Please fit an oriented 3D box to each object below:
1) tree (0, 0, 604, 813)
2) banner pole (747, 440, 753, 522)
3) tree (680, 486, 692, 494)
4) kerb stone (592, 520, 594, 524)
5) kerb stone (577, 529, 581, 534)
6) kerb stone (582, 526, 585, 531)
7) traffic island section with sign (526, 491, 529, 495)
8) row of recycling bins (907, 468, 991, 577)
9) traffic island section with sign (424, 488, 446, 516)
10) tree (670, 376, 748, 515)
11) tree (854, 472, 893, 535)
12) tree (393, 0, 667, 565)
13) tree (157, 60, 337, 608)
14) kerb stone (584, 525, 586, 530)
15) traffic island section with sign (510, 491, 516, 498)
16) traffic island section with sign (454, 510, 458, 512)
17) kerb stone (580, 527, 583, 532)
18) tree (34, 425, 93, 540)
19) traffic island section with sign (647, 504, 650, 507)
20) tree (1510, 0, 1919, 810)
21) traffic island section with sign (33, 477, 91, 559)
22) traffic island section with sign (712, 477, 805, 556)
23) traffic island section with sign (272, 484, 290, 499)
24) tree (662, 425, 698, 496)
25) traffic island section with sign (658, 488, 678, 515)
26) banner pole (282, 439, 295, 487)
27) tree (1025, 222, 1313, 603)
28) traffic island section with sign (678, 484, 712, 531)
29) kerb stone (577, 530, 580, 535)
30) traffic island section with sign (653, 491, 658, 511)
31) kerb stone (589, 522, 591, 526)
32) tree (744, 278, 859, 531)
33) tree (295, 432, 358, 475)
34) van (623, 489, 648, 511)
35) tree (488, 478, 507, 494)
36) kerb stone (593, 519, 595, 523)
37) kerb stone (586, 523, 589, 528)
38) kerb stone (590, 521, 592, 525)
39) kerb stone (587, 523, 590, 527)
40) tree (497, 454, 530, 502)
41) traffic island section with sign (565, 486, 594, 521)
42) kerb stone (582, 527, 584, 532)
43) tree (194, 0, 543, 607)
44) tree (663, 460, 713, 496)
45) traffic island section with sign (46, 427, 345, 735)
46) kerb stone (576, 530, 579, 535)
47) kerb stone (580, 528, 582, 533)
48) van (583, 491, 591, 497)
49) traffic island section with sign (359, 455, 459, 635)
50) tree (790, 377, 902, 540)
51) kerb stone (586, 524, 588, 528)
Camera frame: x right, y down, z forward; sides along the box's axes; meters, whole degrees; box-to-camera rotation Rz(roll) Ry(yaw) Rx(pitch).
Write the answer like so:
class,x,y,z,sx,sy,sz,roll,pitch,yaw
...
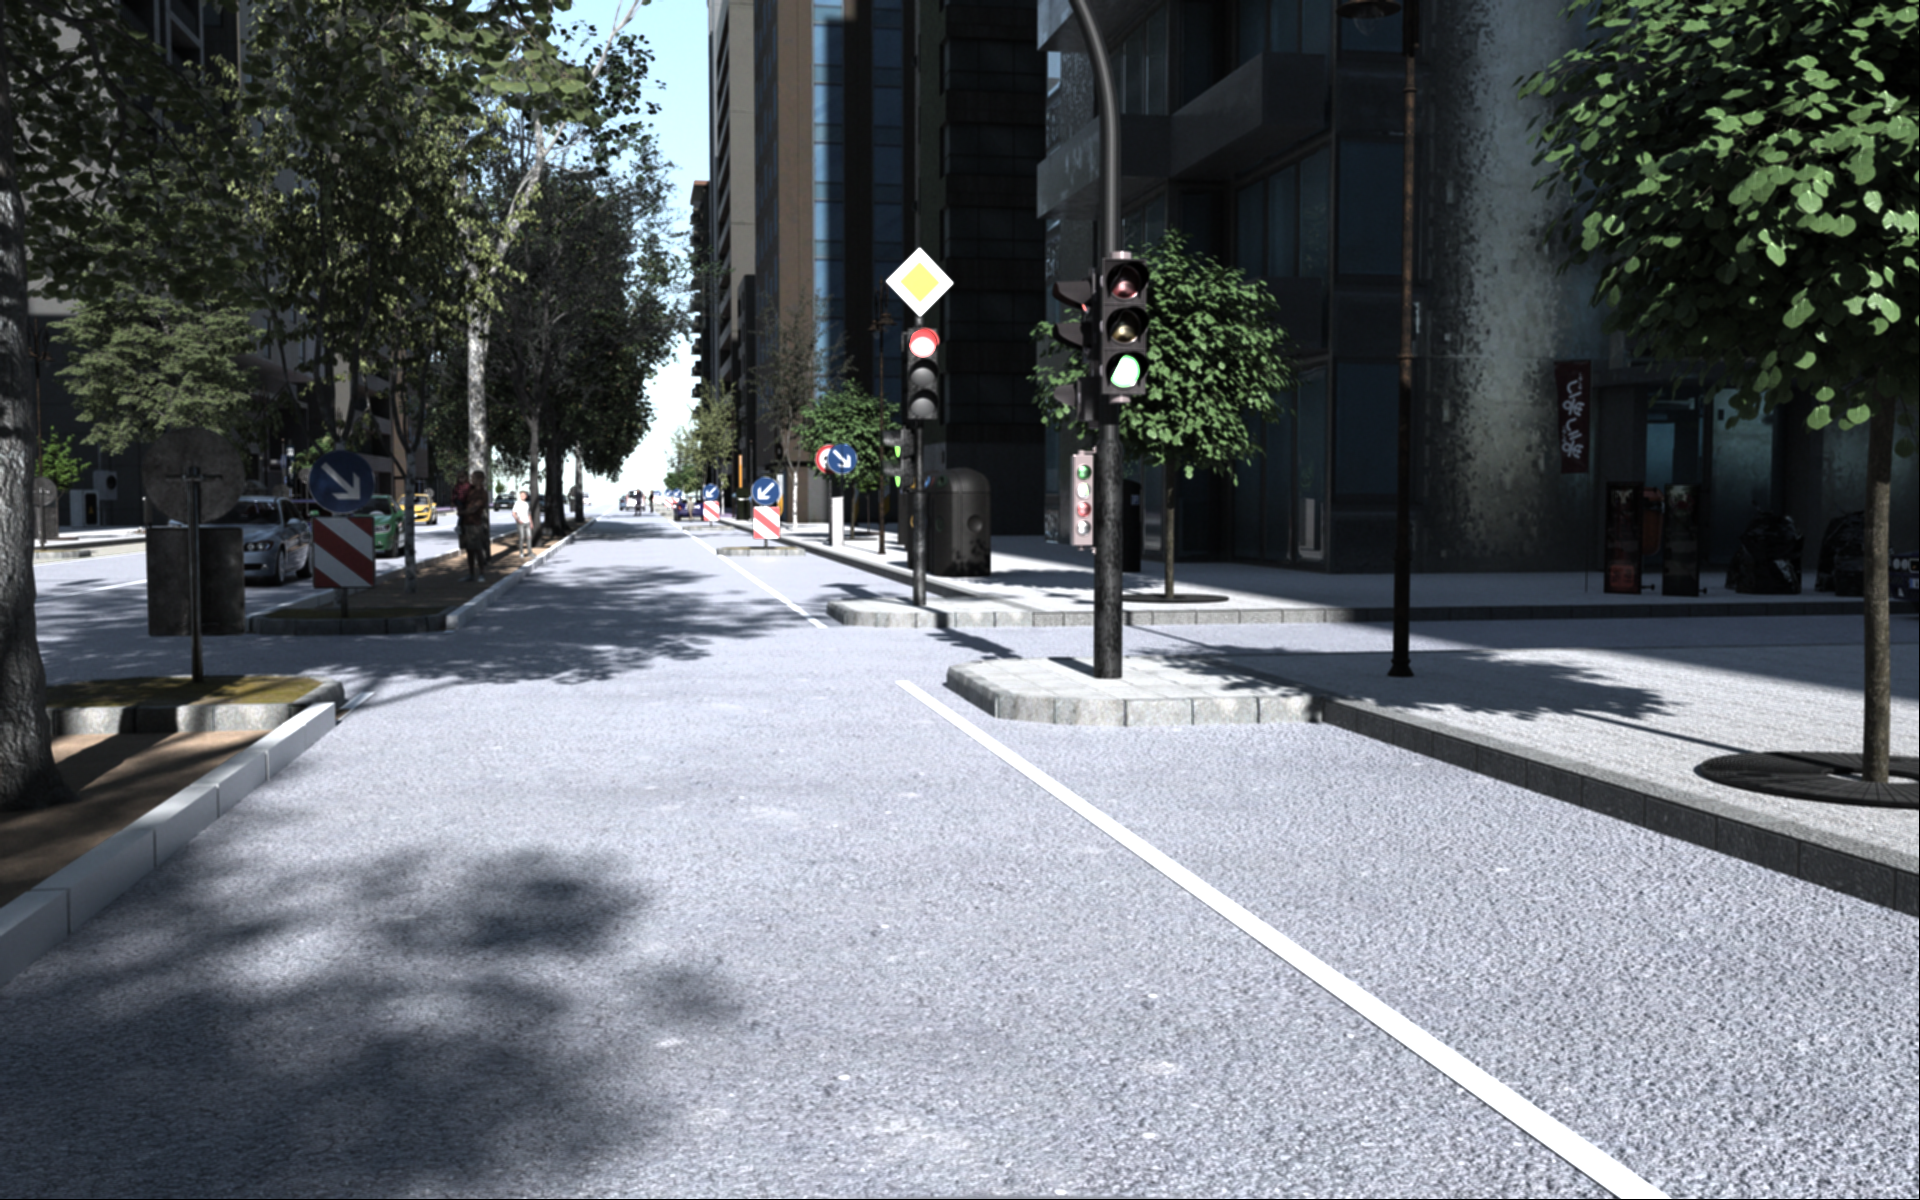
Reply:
class,x,y,z,sx,sy,sz,roll,pitch,yaw
tree,-4.179,-5.295,7.158,7.486,12.596,7.792,0,3,0
banner pole,-9.675,-5.536,80.528,0.401,3.779,0.863,0,4,-1
tree,-31.567,-12.590,200.454,1.663,3.219,1.824,0,3,0
kerb stone,-16.726,-3.418,78.170,0.120,0.150,1.000,-1,4,-11
kerb stone,-13.086,-2.252,59.021,0.120,0.150,1.000,-1,4,-11
kerb stone,-14.047,-2.558,64.061,0.120,0.150,1.000,-1,4,-11
traffic island section with sign,-55.662,-13.101,222.833,1.989,1.847,2.006,-1,4,-11
row of recycling bins,-0.170,-1.302,28.406,1.069,1.692,3.534,-1,4,-10
traffic island section with sign,-35.120,-6.483,114.620,1.989,1.847,2.006,-1,4,-11
tree,-14.859,-9.563,106.716,4.737,8.622,4.395,0,3,0
tree,-2.868,-3.692,54.964,1.663,3.219,1.824,0,3,0
tree,-8.298,-10.719,33.609,12.611,20.169,13.585,0,3,0
tree,-7.101,-4.084,19.585,4.737,8.622,4.395,0,3,0
kerb stone,-14.430,-2.684,66.074,0.120,0.150,1.000,-1,4,-11
traffic island section with sign,-50.535,-11.451,195.856,1.989,1.847,2.006,-1,4,-11
traffic island section with sign,-40.203,-8.122,141.429,1.989,1.847,2.006,-1,4,-11
kerb stone,-13.664,-2.437,62.033,0.120,0.150,1.000,-1,4,-11
tree,-25.402,-3.302,48.587,1.663,3.219,1.824,0,3,0
traffic island section with sign,-34.675,-11.613,198.507,1.989,1.847,2.006,-1,4,-11
tree,4.162,-1.460,7.587,4.285,4.588,4.351,0,3,0
traffic island section with sign,-20.720,-1.847,38.832,1.989,1.847,2.006,-1,4,-11
traffic island section with sign,-4.736,-1.970,40.830,1.989,1.847,2.006,-1,4,-11
traffic island section with sign,-25.865,-3.505,65.931,1.989,1.847,2.006,-1,4,-11
tree,-28.907,-14.091,180.752,4.360,8.622,3.978,0,3,0
traffic island section with sign,-19.372,-6.684,117.908,1.989,1.847,2.006,-1,4,-11
banner pole,-30.299,-5.387,78.099,0.863,3.779,0.401,1,4,20
tree,2.614,-2.273,20.877,4.285,4.588,4.351,0,3,0
traffic island section with sign,-9.945,-3.644,68.207,1.989,1.847,2.006,-1,4,-11
kerb stone,-12.898,-2.190,58.010,0.120,0.150,1.000,-1,4,-11
traffic island section with sign,-24.446,-8.316,144.586,1.989,1.847,2.006,-1,4,-11
kerb stone,-15.766,-3.115,73.124,0.120,0.150,1.000,-1,4,-11
tree,-5.634,-6.714,60.130,4.360,8.622,3.978,0,3,0
tree,-32.131,-6.413,88.572,4.285,4.588,4.351,0,3,0
van,-27.437,-8.527,146.433,2.013,2.044,4.112,-1,4,-11
tree,-55.666,-13.127,209.219,1.663,3.219,1.824,0,3,0
kerb stone,-17.299,-3.608,81.187,0.120,0.150,1.000,-1,4,-11
kerb stone,-15.196,-2.925,70.111,0.120,0.150,1.000,-1,4,-11
kerb stone,-16.151,-3.238,75.133,0.120,0.150,1.000,-1,4,-11
kerb stone,-15.381,-2.992,71.116,0.120,0.150,1.000,-1,4,-11
tree,-61.423,-17.768,240.874,4.360,8.622,3.978,0,3,0
traffic island section with sign,-20.509,-5.149,92.323,2.006,1.907,1.989,-1,4,-11
kerb stone,-13.856,-2.499,63.046,0.120,0.150,1.000,-1,4,-11
tree,-7.993,-4.409,24.903,4.737,8.622,4.395,0,3,0
tree,-24.210,-10.743,159.355,4.285,4.588,4.351,0,3,0
traffic island section with sign,-5.110,-0.189,11.221,2.006,1.907,1.989,-1,4,-11
kerb stone,-12.709,-2.129,57.004,0.120,0.150,1.000,-1,4,-11
kerb stone,-13.473,-2.373,61.028,0.120,0.150,1.000,-1,4,-11
van,-52.326,-14.313,241.025,2.013,2.044,4.112,-1,4,-9
traffic island section with sign,-6.482,-0.634,18.500,2.006,1.907,1.989,-1,4,-11
tree,-3.100,-3.966,48.556,4.285,4.588,4.351,0,3,0
kerb stone,-15.011,-2.860,69.095,0.120,0.150,1.000,-1,4,-11
